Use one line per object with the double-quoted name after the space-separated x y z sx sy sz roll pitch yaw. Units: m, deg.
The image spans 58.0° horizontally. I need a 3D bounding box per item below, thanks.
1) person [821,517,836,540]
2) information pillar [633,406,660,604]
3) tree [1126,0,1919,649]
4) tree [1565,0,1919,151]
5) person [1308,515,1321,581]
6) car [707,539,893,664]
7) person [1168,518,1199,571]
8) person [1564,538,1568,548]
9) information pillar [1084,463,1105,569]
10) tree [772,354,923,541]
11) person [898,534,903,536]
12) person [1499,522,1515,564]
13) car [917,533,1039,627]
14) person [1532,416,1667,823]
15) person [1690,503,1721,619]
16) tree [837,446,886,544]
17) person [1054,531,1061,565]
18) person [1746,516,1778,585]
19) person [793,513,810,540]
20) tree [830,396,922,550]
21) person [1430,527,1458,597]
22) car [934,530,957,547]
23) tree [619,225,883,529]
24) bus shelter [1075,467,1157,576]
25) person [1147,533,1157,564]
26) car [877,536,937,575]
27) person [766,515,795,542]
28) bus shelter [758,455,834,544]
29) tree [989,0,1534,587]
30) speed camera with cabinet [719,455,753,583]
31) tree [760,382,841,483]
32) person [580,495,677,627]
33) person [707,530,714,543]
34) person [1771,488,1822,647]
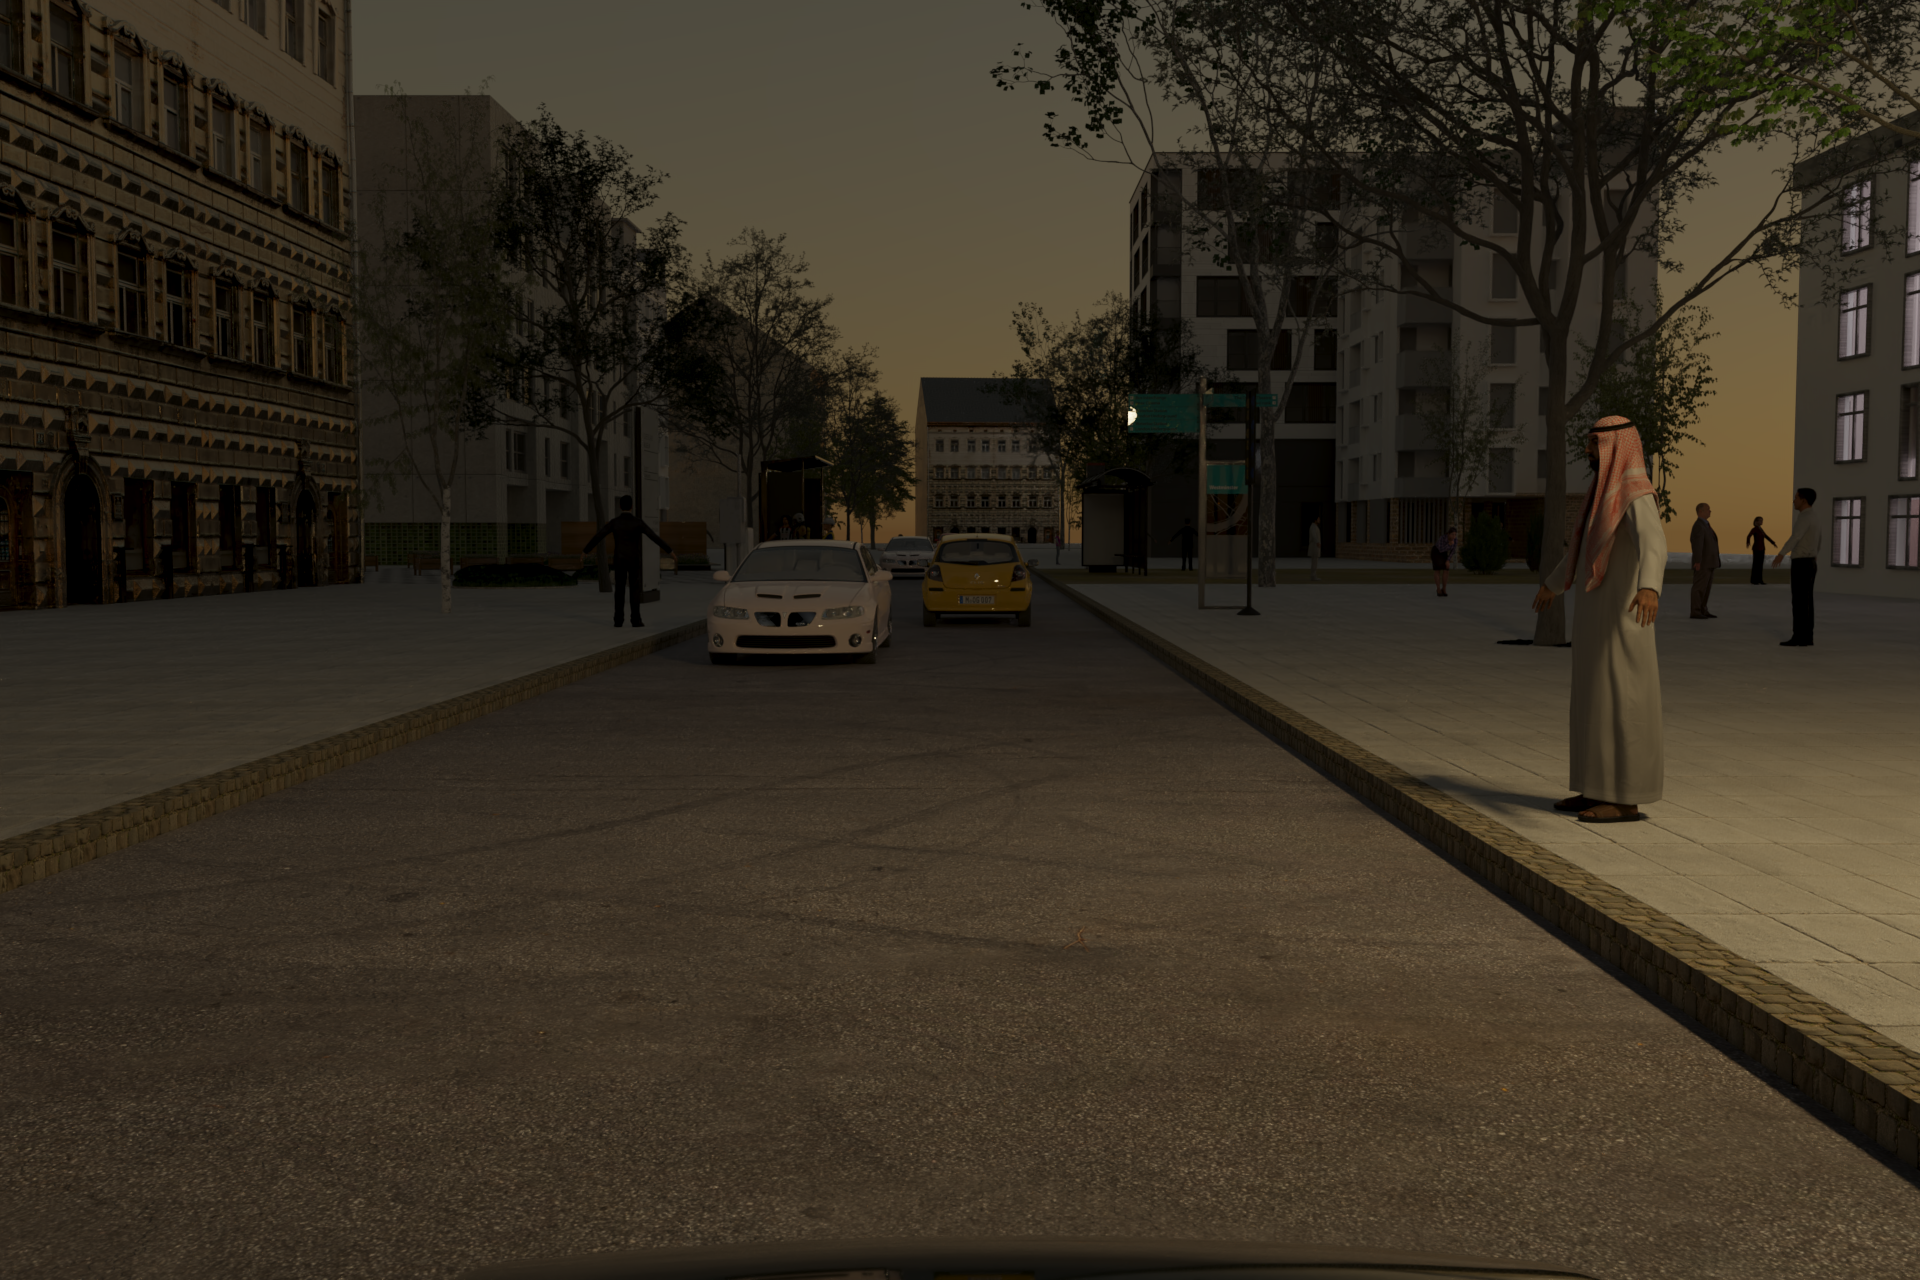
-2.732 -1.587 34.862 0.721 1.772 1.216 0 4 -1 "person"
-5.900 -2.526 32.618 0.184 3.620 1.656 0 4 1 "information pillar"
6.930 -6.682 19.619 12.009 13.543 11.850 0 3 0 "tree"
7.003 -5.148 9.934 9.928 11.665 9.643 0 3 0 "tree"
9.827 -2.546 47.814 0.705 1.806 1.347 1 4 11 "person"
-1.814 -0.504 20.603 2.083 1.381 4.827 0 4 1 "car"
7.969 -3.349 60.692 1.347 1.837 0.705 0 4 7 "person"
16.793 -2.591 48.503 0.704 1.812 1.346 2 4 29 "person"
4.942 -4.520 63.280 0.750 3.857 0.750 0 4 -1 "information pillar"
-7.491 -12.627 116.826 12.009 13.543 11.850 0 3 0 "tree"
-2.233 -3.132 62.935 0.599 1.433 0.991 0 4 7 "person"
22.836 -4.100 73.219 1.347 1.806 0.705 -1 4 -21 "person"
0.287 -1.097 28.163 2.015 1.641 3.980 0 4 1 "car"
2.916 -0.103 7.834 0.704 1.811 1.347 0 4 0 "person"
11.324 -1.204 26.282 0.434 1.755 0.990 3 5 40 "person"
-7.656 -11.310 135.280 4.737 8.622 4.395 0 3 0 "tree"
4.175 -3.884 72.773 0.599 1.433 0.991 0 4 7 "person"
20.170 -2.251 43.606 1.215 1.729 0.721 -2 4 -32 "person"
-4.489 -2.592 48.148 0.705 1.858 1.354 -1 4 -14 "person"
-7.043 -13.720 142.452 7.486 12.596 7.792 0 3 0 "tree"
9.918 -1.598 35.396 0.421 1.427 0.697 -1 4 -17 "person"
-0.581 -6.352 112.903 2.155 1.783 4.494 0 4 1 "car"
-8.222 -9.657 68.262 12.009 13.543 11.850 0 3 0 "tree"
4.880 -3.738 55.043 2.014 3.302 5.546 0 4 -1 "bus shelter"
7.782 -4.142 74.000 1.348 1.796 0.705 -2 4 -24 "person"
-1.622 -2.692 56.379 2.083 1.381 4.827 0 4 0 "car"
-5.033 -2.685 50.037 1.345 1.843 0.704 1 4 18 "person"
-5.128 -3.888 54.851 1.731 3.624 6.357 0 4 1 "bus shelter"
7.030 -11.255 39.911 12.611 20.169 13.585 0 3 0 "tree"
-5.664 -3.029 43.852 0.660 3.252 2.038 0 4 1 "speed camera with cabinet"
-7.655 -8.079 82.450 4.737 8.622 4.395 0 3 0 "tree"
-4.585 -1.091 23.887 1.345 1.823 0.704 0 4 0 "person"
-11.173 -4.217 75.081 1.348 1.813 0.705 2 4 31 "person"
9.646 -0.839 19.872 0.704 1.810 1.344 3 5 42 "person"
